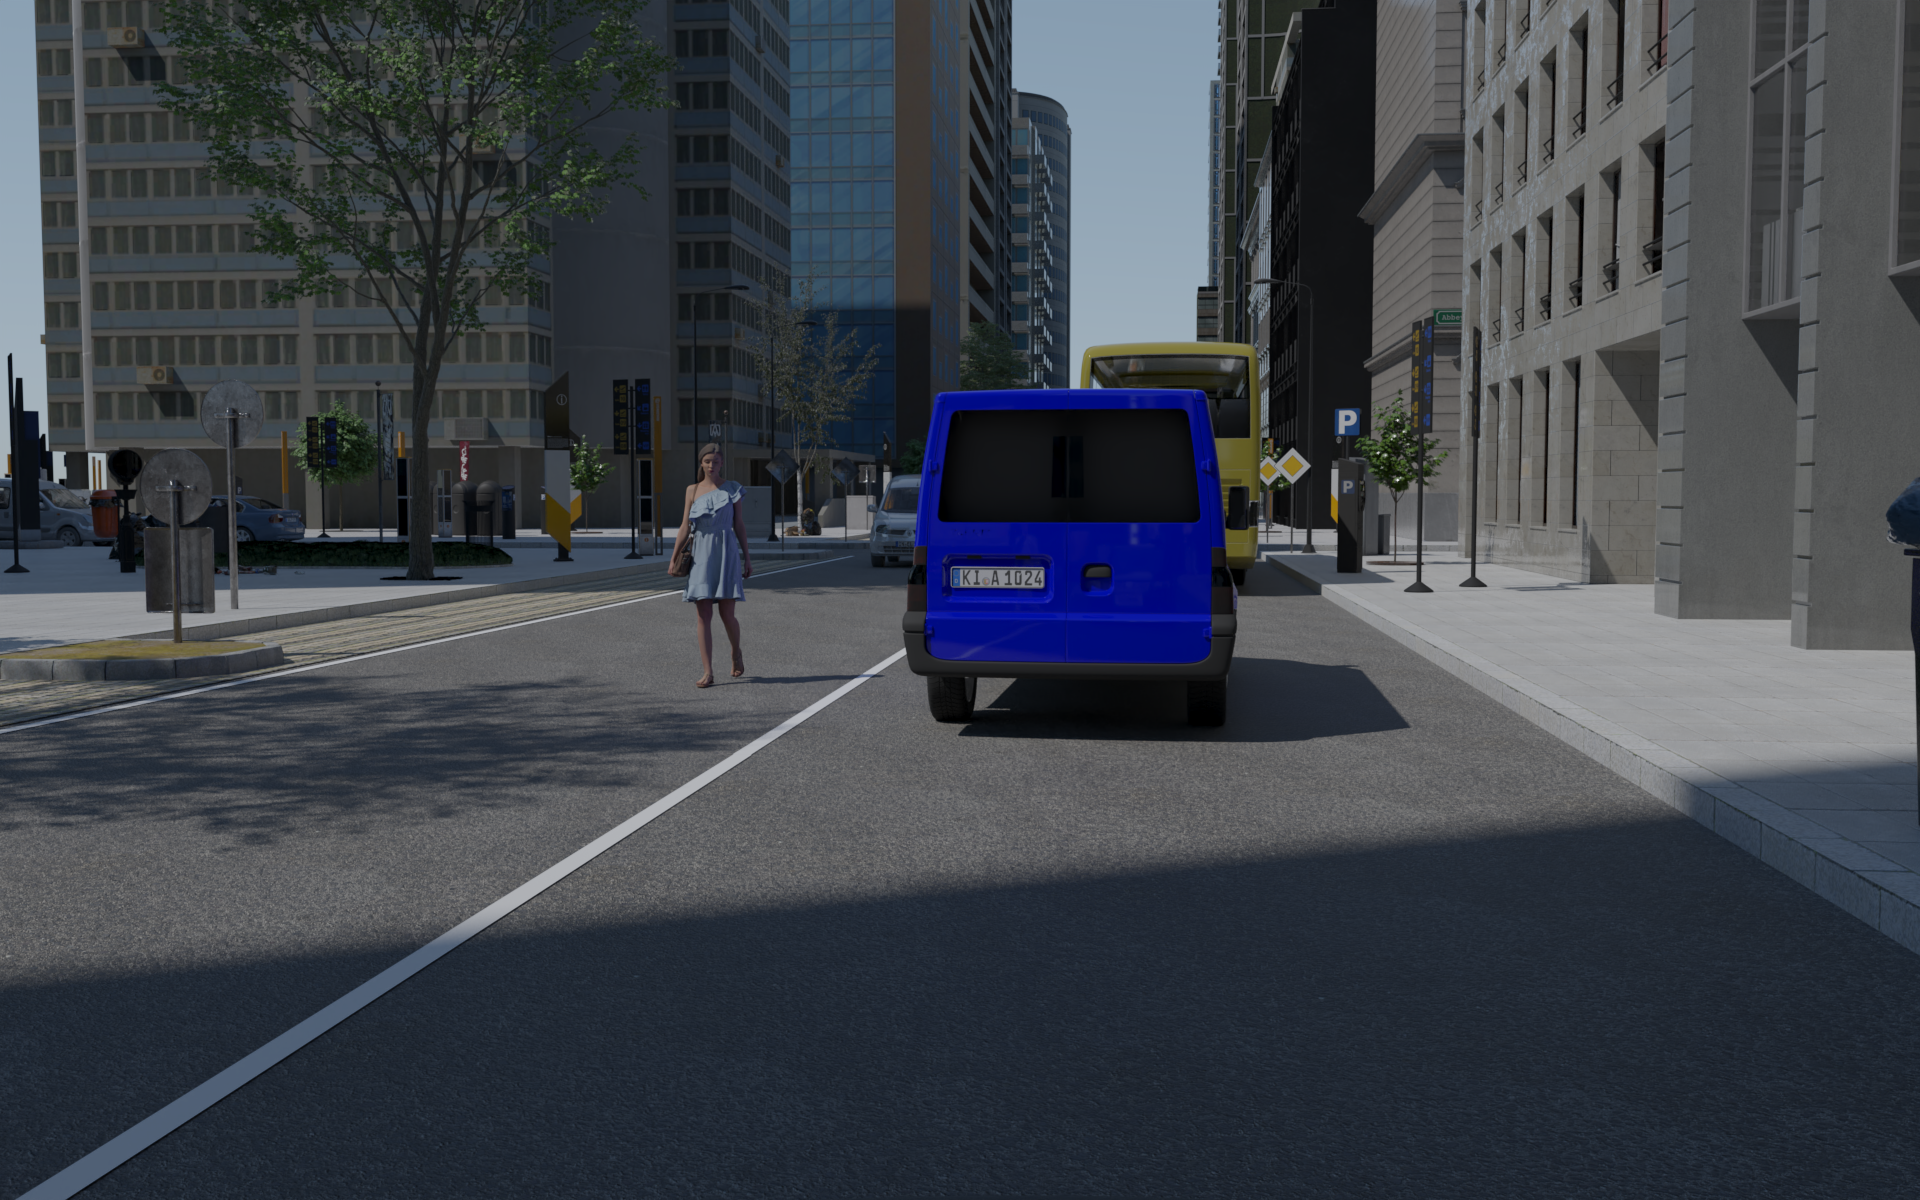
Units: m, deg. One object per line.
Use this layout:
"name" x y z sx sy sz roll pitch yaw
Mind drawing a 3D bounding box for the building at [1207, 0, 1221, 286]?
"building" 46.276 -57.936 259.921 22.319 86.520 31.000 0 4 6

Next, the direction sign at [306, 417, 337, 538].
"direction sign" -18.762 -3.608 50.981 0.876 3.537 0.379 -3 5 -40

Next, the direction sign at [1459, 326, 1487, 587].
"direction sign" 7.098 -1.948 23.854 0.379 3.537 0.876 1 4 22

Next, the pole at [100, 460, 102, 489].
"pole" -51.390 -6.706 103.494 0.158 3.312 0.155 0 3 0

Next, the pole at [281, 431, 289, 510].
"pole" -21.897 -3.815 56.216 0.158 3.312 0.155 0 3 0

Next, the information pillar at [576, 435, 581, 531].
"information pillar" -13.361 -4.191 59.872 0.504 3.616 0.183 -2 4 -27

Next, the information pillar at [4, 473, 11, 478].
"information pillar" -33.624 -3.481 61.414 0.304 2.012 0.304 1 4 10

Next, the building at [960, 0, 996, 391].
"building" -8.843 -31.149 132.980 21.300 48.544 21.600 0 4 6

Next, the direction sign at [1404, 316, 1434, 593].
"direction sign" 6.000 -1.868 22.545 0.379 3.537 0.876 0 4 -2

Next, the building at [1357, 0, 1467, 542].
"building" 24.251 -16.108 50.755 23.554 28.519 14.401 0 4 6

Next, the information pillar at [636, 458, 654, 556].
"information pillar" -6.525 -1.921 35.907 0.304 2.012 0.304 -1 4 -17

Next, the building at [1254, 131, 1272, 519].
"building" 20.274 -14.586 87.636 9.793 20.994 18.267 0 4 6

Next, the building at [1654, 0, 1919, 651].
"building" 11.165 -13.760 2.477 11.434 29.767 29.804 0 4 6

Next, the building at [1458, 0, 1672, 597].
"building" 14.400 -10.466 25.865 10.420 20.320 16.860 0 4 6

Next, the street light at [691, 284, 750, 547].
"street light" -5.356 -4.039 38.577 1.470 5.913 1.316 0 4 6

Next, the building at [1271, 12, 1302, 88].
"building" 37.331 -27.082 134.674 32.217 40.220 23.993 0 4 6

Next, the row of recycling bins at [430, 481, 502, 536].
"row of recycling bins" -15.578 -2.858 53.840 3.534 1.692 1.069 2 4 33

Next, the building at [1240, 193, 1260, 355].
"building" 23.656 -16.576 107.173 11.583 22.565 21.152 0 4 6

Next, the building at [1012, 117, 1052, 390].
"building" 0.248 -36.902 222.950 23.786 49.044 30.456 0 4 6

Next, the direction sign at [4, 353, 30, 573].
"direction sign" -15.412 -2.214 28.197 0.379 3.537 0.876 -2 4 -31

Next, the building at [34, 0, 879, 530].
"building" -20.406 -23.286 72.611 32.217 40.220 23.993 0 4 6

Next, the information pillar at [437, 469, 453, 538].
"information pillar" -15.127 -2.835 50.851 0.304 2.012 0.304 3 5 40

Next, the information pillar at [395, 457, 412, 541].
"information pillar" -10.919 -1.819 34.230 0.304 2.012 0.304 1 4 20

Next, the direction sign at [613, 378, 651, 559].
"direction sign" -6.463 -2.580 34.178 0.876 3.537 0.379 2 4 25

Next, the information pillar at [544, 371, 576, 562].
"information pillar" -7.618 -2.536 32.825 0.504 3.616 0.183 -2 4 -35

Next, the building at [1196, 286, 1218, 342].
"building" 39.673 -28.625 239.716 14.160 30.474 14.107 0 4 6

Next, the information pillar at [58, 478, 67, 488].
"information pillar" -42.202 -4.713 81.542 0.304 2.012 0.304 0 4 -8

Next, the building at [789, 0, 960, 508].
"building" -7.639 -27.459 99.073 14.600 45.320 14.200 0 4 6

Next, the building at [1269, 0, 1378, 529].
"building" 19.184 -14.656 69.301 12.332 23.373 15.834 0 4 6

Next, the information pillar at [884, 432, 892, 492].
"information pillar" -2.740 -4.527 65.367 0.183 3.616 0.504 -2 4 -31

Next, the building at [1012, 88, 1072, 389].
"building" 4.969 -43.468 252.697 21.231 58.520 28.212 0 4 6

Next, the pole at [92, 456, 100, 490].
"pole" -46.714 -6.096 93.507 0.158 3.312 0.155 0 3 0

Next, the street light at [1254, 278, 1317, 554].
"street light" 7.013 -3.965 37.361 1.470 5.913 1.316 0 4 6

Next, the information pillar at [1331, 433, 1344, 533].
"information pillar" 12.493 -4.031 57.268 0.183 3.616 0.504 -2 4 -31

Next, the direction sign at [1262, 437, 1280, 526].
"direction sign" 12.422 -4.729 69.317 0.876 3.537 0.379 -2 4 -27

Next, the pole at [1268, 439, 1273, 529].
"pole" 11.439 -4.281 63.841 0.158 3.312 0.155 0 3 0

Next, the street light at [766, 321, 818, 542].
"street light" -4.509 -4.528 46.566 1.470 5.913 1.316 0 4 6

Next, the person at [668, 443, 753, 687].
"person" -1.883 -0.276 13.104 0.616 1.811 0.778 1 4 10

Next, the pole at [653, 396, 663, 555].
"pole" -6.312 -2.590 36.194 0.158 3.312 0.155 0 3 0

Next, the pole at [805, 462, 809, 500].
"pole" -7.949 -5.892 90.178 0.158 3.312 0.155 0 3 0

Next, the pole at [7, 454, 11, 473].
"pole" -48.212 -5.755 87.944 0.158 3.312 0.155 0 3 0

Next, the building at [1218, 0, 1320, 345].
"building" 41.370 -47.828 220.245 20.563 71.187 20.611 0 4 6

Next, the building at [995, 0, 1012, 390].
"building" -3.129 -44.984 173.732 20.563 71.187 20.611 0 4 6
